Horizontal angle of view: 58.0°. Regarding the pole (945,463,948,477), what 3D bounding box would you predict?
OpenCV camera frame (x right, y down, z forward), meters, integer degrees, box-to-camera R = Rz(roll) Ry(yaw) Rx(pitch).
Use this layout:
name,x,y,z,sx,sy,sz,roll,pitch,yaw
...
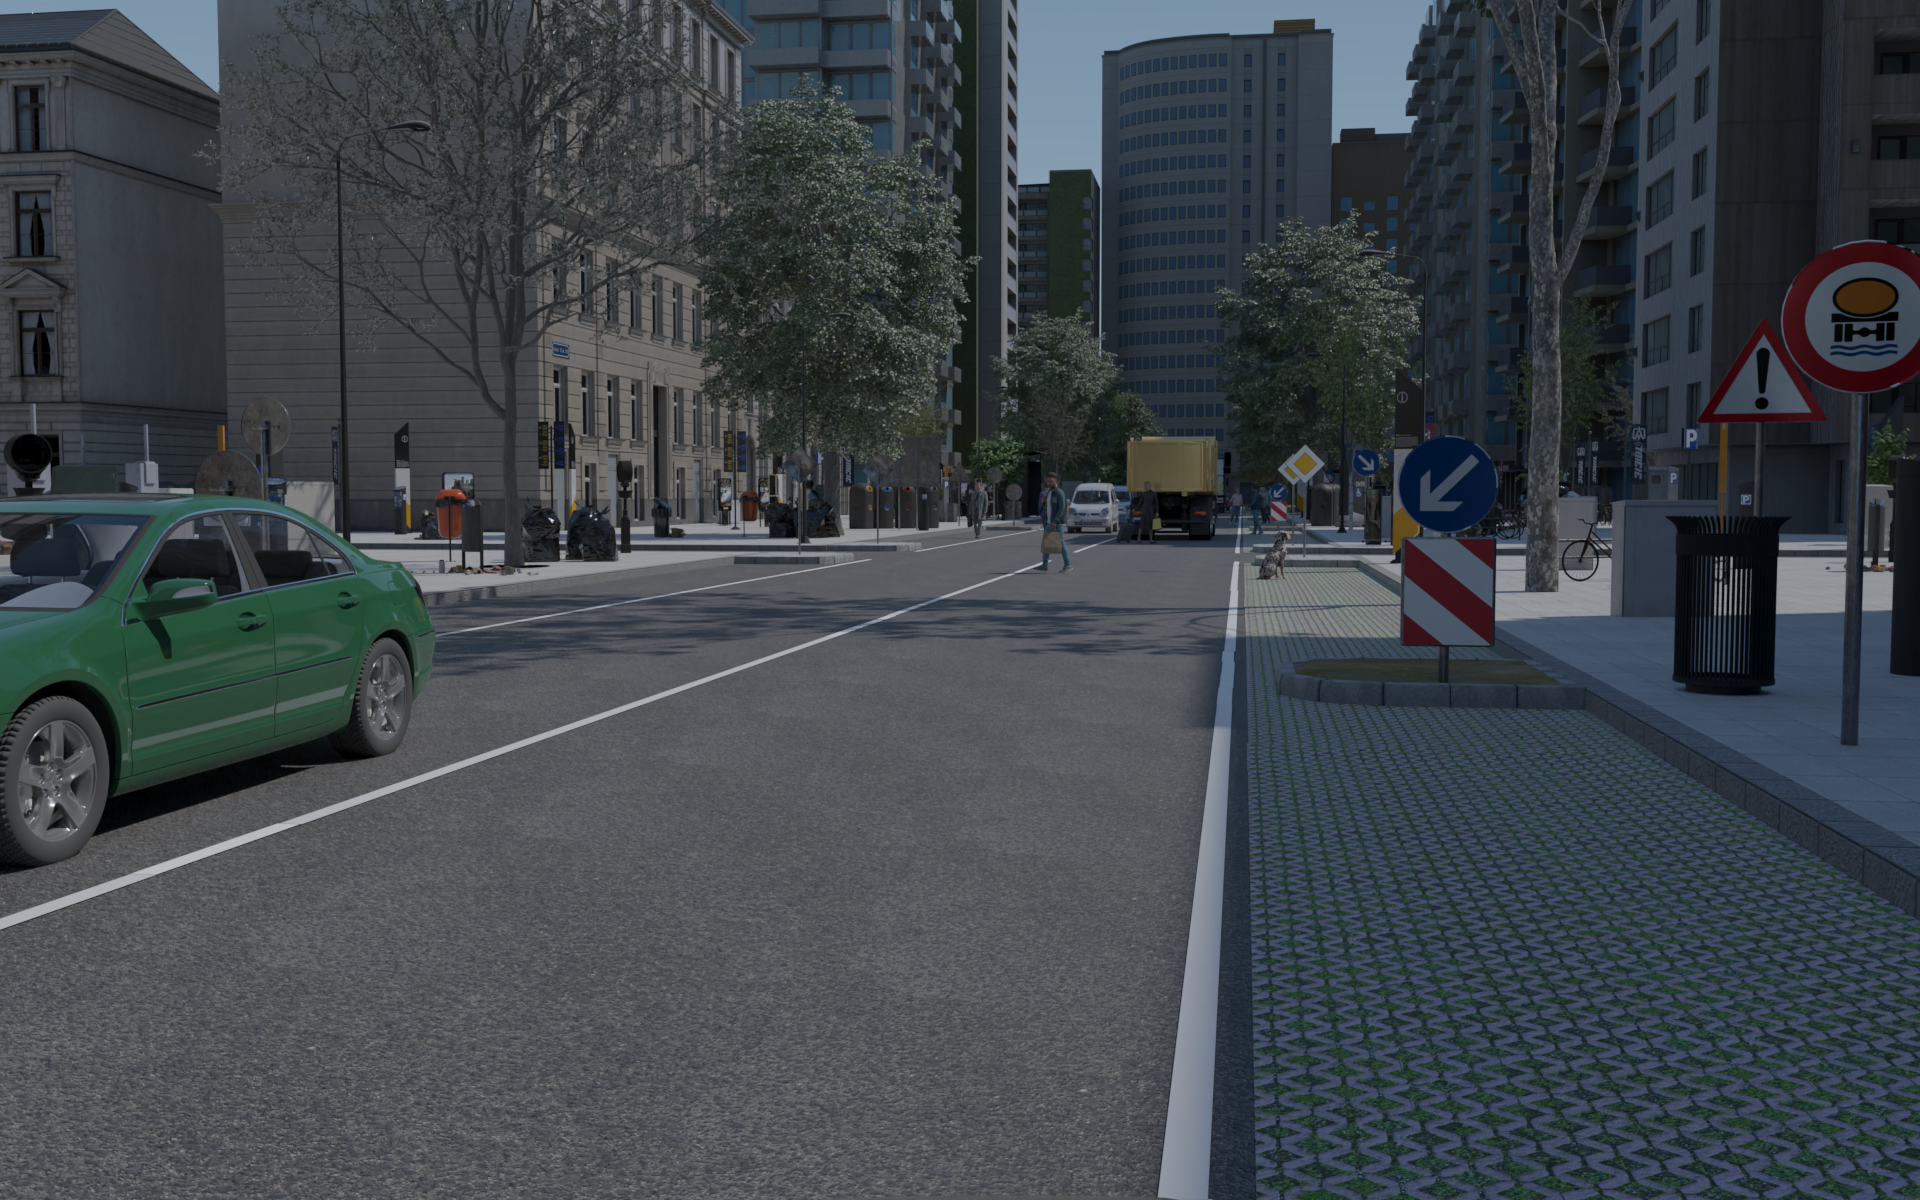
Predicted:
name,x,y,z,sx,sy,sz,roll,pitch,yaw
pole,-0.905,-7.323,113.582,0.158,3.312,0.155,0,3,0

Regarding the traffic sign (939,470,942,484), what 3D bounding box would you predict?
name,x,y,z,sx,sy,sz,roll,pitch,yaw
traffic sign,-1.059,-4.316,72.695,0.606,2.300,0.079,1,4,18

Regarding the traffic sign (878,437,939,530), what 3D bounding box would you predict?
name,x,y,z,sx,sy,sz,roll,pitch,yaw
traffic sign,-1.850,-4.142,61.599,2.265,3.308,0.079,1,4,11

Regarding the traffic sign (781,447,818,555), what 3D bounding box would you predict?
name,x,y,z,sx,sy,sz,roll,pitch,yaw
traffic sign,-3.397,-2.020,36.665,0.795,2.450,0.064,1,4,9

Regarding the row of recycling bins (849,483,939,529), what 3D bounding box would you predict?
name,x,y,z,sx,sy,sz,roll,pitch,yaw
row of recycling bins,-2.463,-3.500,64.338,3.534,1.692,1.069,-2,4,-27

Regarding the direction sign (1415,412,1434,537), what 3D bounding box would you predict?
name,x,y,z,sx,sy,sz,roll,pitch,yaw
direction sign,12.560,-3.403,47.629,0.876,3.537,0.379,1,4,10

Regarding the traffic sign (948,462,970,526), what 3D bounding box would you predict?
name,x,y,z,sx,sy,sz,roll,pitch,yaw
traffic sign,-0.034,-4.237,69.284,0.884,2.594,0.081,1,4,11

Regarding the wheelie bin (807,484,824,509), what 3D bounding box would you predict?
name,x,y,z,sx,sy,sz,roll,pitch,yaw
wheelie bin,-4.589,-2.978,56.603,0.693,1.594,0.980,3,4,36

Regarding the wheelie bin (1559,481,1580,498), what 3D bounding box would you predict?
name,x,y,z,sx,sy,sz,roll,pitch,yaw
wheelie bin,14.323,-2.052,41.452,0.980,1.594,0.693,1,4,22

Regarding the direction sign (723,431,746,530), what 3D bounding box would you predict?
name,x,y,z,sx,sy,sz,roll,pitch,yaw
direction sign,-8.061,-4.286,62.078,0.876,3.537,0.379,-2,4,-33

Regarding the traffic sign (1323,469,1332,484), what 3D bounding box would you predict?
name,x,y,z,sx,sy,sz,roll,pitch,yaw
traffic sign,18.842,-5.501,89.944,0.884,2.594,0.081,1,4,10

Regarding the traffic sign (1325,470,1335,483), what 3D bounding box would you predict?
name,x,y,z,sx,sy,sz,roll,pitch,yaw
traffic sign,19.783,-5.692,93.170,0.768,2.556,0.104,1,4,18

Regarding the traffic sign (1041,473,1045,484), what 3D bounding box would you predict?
name,x,y,z,sx,sy,sz,roll,pitch,yaw
traffic sign,4.462,-6.061,99.206,0.768,2.556,0.104,1,4,10

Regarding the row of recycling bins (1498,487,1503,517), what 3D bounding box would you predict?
name,x,y,z,sx,sy,sz,roll,pitch,yaw
row of recycling bins,26.996,-5.152,91.349,3.534,1.692,1.069,-1,4,-15

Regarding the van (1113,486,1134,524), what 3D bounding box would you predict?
name,x,y,z,sx,sy,sz,roll,pitch,yaw
van,7.573,-4.677,83.484,2.013,2.044,4.112,1,4,8

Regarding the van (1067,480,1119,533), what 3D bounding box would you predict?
name,x,y,z,sx,sy,sz,roll,pitch,yaw
van,4.969,-3.519,64.540,2.013,2.044,4.112,1,4,10

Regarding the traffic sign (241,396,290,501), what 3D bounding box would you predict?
name,x,y,z,sx,sy,sz,roll,pitch,yaw
traffic sign,-9.085,-1.378,22.638,0.768,2.556,0.104,1,4,18

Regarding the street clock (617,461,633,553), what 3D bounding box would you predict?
name,x,y,z,sx,sy,sz,roll,pitch,yaw
street clock,-7.258,-2.017,37.551,0.358,2.002,0.471,-2,4,-27

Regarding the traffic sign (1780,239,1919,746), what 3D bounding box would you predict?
name,x,y,z,sx,sy,sz,roll,pitch,yaw
traffic sign,4.552,-0.531,8.787,0.768,2.556,0.104,1,4,18

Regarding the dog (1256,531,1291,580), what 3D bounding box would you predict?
name,x,y,z,sx,sy,sz,roll,pitch,yaw
dog,5.133,-0.745,29.010,0.800,0.831,0.513,1,4,10

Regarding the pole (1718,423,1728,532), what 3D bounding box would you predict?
name,x,y,z,sx,sy,sz,roll,pitch,yaw
pole,18.012,-2.878,40.897,0.158,3.312,0.155,0,3,0

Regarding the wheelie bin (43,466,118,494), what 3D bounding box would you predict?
name,x,y,z,sx,sy,sz,roll,pitch,yaw
wheelie bin,-9.817,-0.704,19.413,0.980,1.594,0.693,-1,4,-18

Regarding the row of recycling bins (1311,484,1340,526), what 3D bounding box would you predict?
name,x,y,z,sx,sy,sz,roll,pitch,yaw
row of recycling bins,14.971,-3.858,70.197,1.069,1.692,3.534,1,4,22

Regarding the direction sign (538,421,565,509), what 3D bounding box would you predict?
name,x,y,z,sx,sy,sz,roll,pitch,yaw
direction sign,-12.719,-3.790,53.965,0.876,3.537,0.379,1,4,12

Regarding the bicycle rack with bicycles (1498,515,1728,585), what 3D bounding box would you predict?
name,x,y,z,sx,sy,sz,roll,pitch,yaw
bicycle rack with bicycles,9.890,-0.703,24.871,2.925,0.926,2.852,-1,4,-21

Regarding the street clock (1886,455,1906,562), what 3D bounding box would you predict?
name,x,y,z,sx,sy,sz,roll,pitch,yaw
street clock,17.577,-1.709,32.515,0.358,2.002,0.471,3,4,38

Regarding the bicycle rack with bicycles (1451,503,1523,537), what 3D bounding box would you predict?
name,x,y,z,sx,sy,sz,roll,pitch,yaw
bicycle rack with bicycles,15.243,-2.212,49.543,2.925,0.926,2.852,2,4,34

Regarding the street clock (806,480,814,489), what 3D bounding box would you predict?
name,x,y,z,sx,sy,sz,roll,pitch,yaw
street clock,-7.483,-5.004,86.382,0.358,2.002,0.471,1,4,16

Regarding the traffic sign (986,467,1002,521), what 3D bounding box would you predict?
name,x,y,z,sx,sy,sz,roll,pitch,yaw
traffic sign,1.606,-4.970,81.373,0.768,2.556,0.104,1,4,13

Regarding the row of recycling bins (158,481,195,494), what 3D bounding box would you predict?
name,x,y,z,sx,sy,sz,roll,pitch,yaw
row of recycling bins,-24.288,-2.996,56.101,1.069,1.692,3.534,3,5,41

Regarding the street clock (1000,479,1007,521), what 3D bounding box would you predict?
name,x,y,z,sx,sy,sz,roll,pitch,yaw
street clock,2.088,-4.778,82.692,0.358,2.002,0.471,1,4,17

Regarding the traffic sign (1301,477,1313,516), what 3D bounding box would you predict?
name,x,y,z,sx,sy,sz,roll,pitch,yaw
traffic sign,17.935,-5.346,89.534,0.606,2.300,0.079,1,4,18

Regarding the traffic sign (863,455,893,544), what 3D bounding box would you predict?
name,x,y,z,sx,sy,sz,roll,pitch,yaw
traffic sign,-2.112,-2.502,44.547,0.795,2.450,0.064,1,4,9

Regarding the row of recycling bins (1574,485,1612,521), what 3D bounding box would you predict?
name,x,y,z,sx,sy,sz,roll,pitch,yaw
row of recycling bins,29.805,-4.575,81.921,3.534,1.692,1.069,-3,5,-43

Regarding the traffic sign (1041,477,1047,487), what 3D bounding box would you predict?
name,x,y,z,sx,sy,sz,roll,pitch,yaw
traffic sign,5.163,-6.285,104.897,0.606,2.300,0.079,1,4,11

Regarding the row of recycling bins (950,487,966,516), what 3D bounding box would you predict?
name,x,y,z,sx,sy,sz,roll,pitch,yaw
row of recycling bins,0.074,-5.752,101.159,1.069,1.692,3.534,1,4,11

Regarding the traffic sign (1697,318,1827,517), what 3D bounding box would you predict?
name,x,y,z,sx,sy,sz,roll,pitch,yaw
traffic sign,5.963,-0.791,12.934,0.884,2.594,0.081,1,4,16

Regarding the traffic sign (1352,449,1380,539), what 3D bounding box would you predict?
name,x,y,z,sx,sy,sz,roll,pitch,yaw
traffic sign,11.567,-3.012,49.357,0.768,2.556,0.104,1,4,16

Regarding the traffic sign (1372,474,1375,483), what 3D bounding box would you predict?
name,x,y,z,sx,sy,sz,roll,pitch,yaw
traffic sign,22.701,-5.887,96.365,0.768,2.556,0.104,1,4,10

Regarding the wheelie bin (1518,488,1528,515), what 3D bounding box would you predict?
name,x,y,z,sx,sy,sz,roll,pitch,yaw
wheelie bin,29.617,-5.071,90.813,0.693,1.594,0.980,1,4,20

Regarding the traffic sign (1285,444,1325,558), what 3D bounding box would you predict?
name,x,y,z,sx,sy,sz,roll,pitch,yaw
traffic sign,6.957,-1.916,34.962,0.795,2.450,0.064,1,4,9

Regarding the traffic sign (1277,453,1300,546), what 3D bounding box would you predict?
name,x,y,z,sx,sy,sz,roll,pitch,yaw
traffic sign,8.242,-2.398,42.844,0.795,2.450,0.064,1,4,9

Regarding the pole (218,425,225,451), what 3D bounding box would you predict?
name,x,y,z,sx,sy,sz,roll,pitch,yaw
pole,-21.956,-3.530,51.552,0.158,3.312,0.155,0,3,0

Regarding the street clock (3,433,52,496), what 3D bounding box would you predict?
name,x,y,z,sx,sy,sz,roll,pitch,yaw
street clock,-11.161,-0.992,20.785,0.358,2.002,0.471,3,5,43

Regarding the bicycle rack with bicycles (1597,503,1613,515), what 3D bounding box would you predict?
name,x,y,z,sx,sy,sz,roll,pitch,yaw
bicycle rack with bicycles,26.881,-3.523,70.988,2.852,0.926,2.925,1,4,18
